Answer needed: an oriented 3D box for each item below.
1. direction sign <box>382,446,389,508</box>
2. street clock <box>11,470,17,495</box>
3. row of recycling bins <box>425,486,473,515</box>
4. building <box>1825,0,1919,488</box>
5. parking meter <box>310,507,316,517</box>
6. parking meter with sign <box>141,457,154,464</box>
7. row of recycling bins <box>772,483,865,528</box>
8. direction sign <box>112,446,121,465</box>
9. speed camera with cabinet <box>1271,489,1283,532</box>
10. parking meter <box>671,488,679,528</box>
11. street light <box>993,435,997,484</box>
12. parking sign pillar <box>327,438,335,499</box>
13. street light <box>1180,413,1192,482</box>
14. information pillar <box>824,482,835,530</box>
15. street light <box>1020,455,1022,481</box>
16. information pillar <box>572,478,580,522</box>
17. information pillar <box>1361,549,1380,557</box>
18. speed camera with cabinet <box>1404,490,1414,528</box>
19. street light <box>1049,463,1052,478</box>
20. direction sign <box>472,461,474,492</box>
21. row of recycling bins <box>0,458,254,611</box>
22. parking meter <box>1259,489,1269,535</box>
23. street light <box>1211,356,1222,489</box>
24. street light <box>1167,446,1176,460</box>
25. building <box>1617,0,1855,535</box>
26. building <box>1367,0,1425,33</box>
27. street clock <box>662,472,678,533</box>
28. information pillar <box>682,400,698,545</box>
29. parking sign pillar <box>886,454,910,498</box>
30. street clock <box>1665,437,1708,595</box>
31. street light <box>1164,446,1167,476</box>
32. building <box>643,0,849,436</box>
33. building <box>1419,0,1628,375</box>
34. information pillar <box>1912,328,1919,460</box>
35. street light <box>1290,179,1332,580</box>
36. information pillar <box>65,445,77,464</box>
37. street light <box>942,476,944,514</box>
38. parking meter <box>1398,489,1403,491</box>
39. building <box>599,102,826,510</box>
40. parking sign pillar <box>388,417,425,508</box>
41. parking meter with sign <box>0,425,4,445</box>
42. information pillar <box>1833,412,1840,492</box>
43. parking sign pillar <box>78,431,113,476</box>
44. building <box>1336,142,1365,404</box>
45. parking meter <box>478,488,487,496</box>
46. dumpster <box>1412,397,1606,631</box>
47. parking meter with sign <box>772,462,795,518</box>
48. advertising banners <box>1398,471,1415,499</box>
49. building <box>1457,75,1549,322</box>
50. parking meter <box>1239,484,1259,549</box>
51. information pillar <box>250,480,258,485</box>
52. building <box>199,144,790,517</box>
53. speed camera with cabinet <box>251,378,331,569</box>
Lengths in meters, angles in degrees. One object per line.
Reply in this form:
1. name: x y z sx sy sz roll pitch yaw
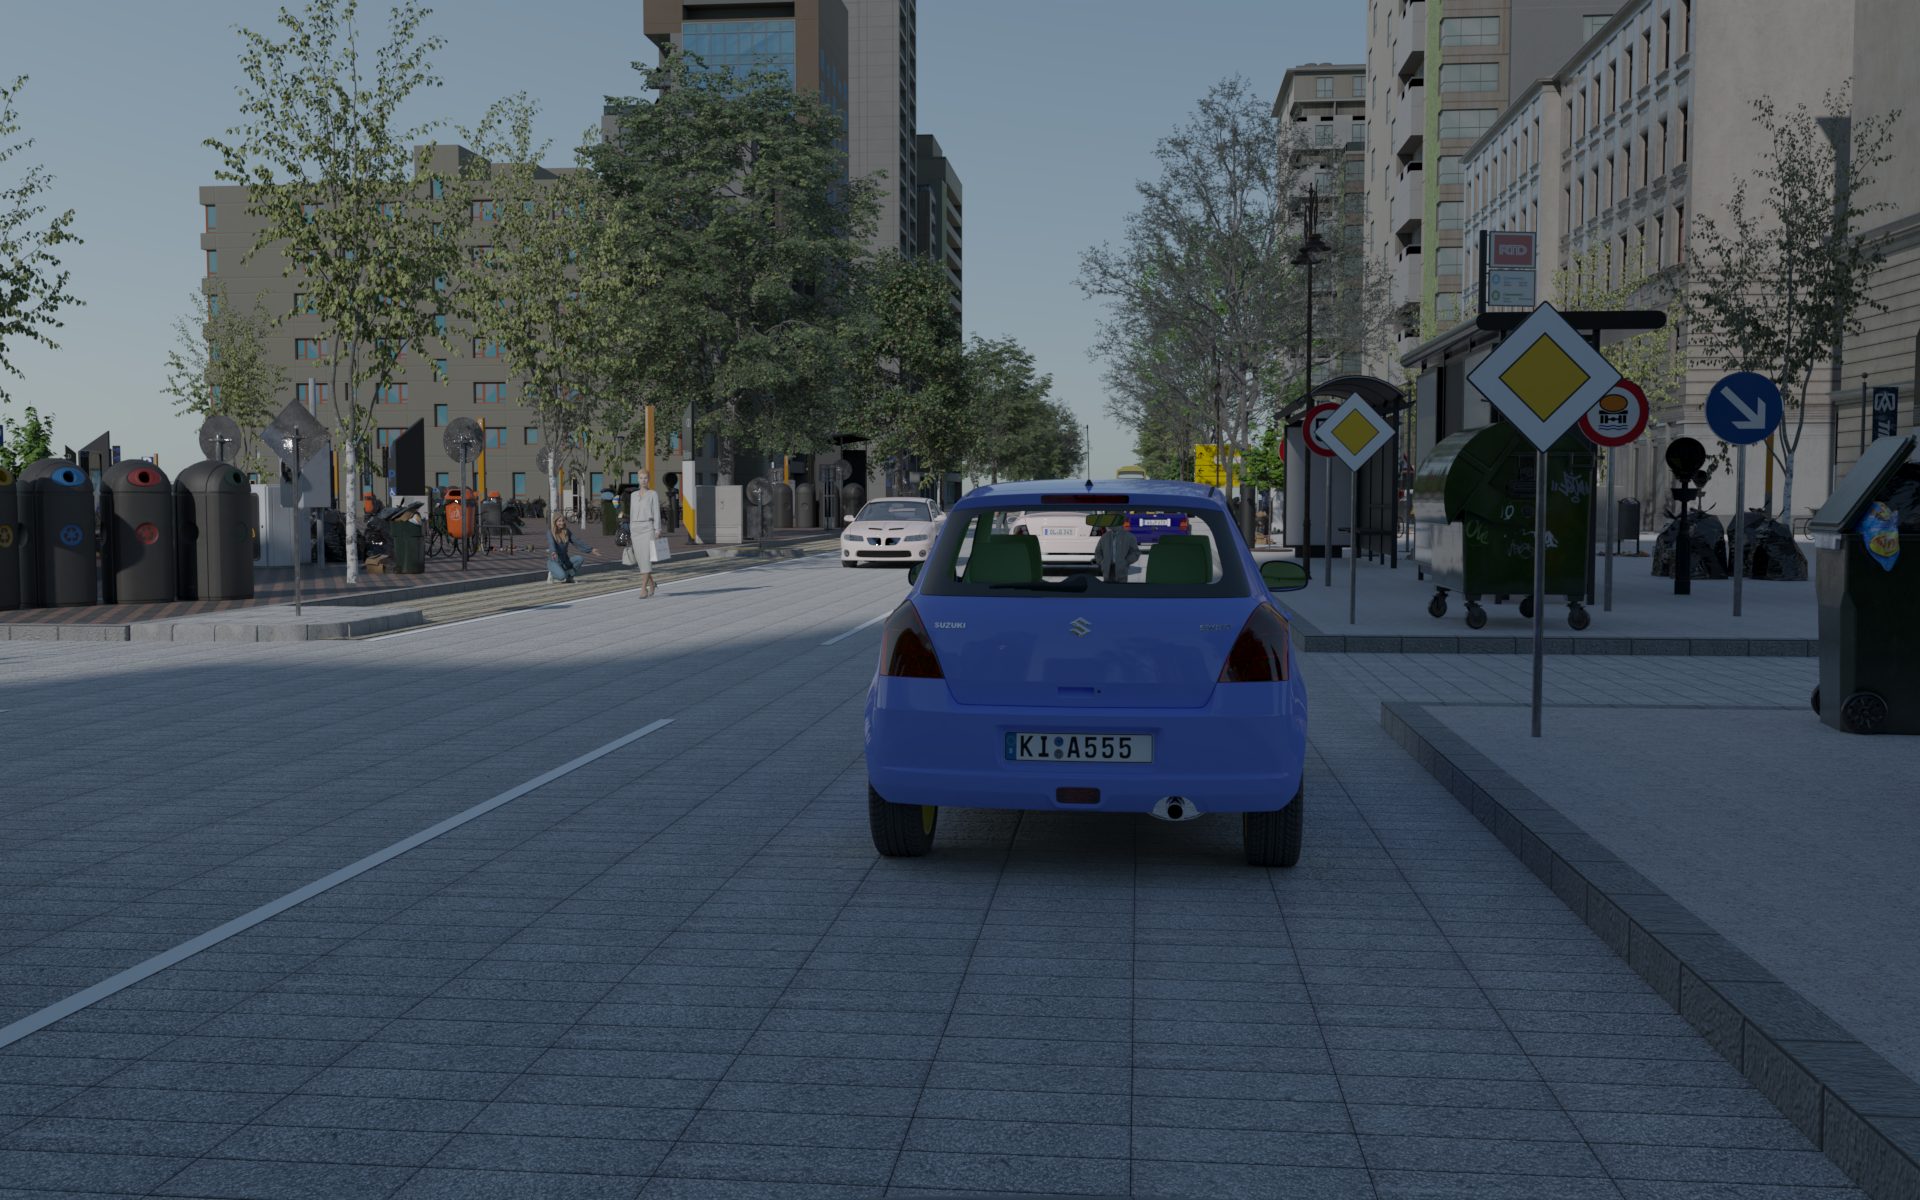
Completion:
1. direction sign: -27.299 -5.528 82.388 0.379 3.537 0.876 0 4 0
2. street clock: -23.612 -2.388 43.616 0.358 2.002 0.471 3 5 42
3. row of recycling bins: -25.650 -4.854 86.481 3.534 1.692 1.069 2 4 32
4. building: 37.826 -13.134 33.821 34.723 24.649 14.460 0 4 6
5. parking meter: -17.739 -2.382 47.349 0.372 1.533 0.369 0 3 0
6. parking meter with sign: -37.764 -5.214 81.503 0.543 3.016 1.738 0 4 3
7. row of recycling bins: -5.383 -3.591 65.818 3.534 1.692 1.069 -1 4 -8
8. direction sign: -39.586 -5.430 80.773 0.876 3.537 0.379 -1 4 -13
9. speed camera with cabinet: 10.854 -3.960 59.082 0.660 3.252 2.038 -1 4 -17
10. parking meter: -10.795 -3.486 65.414 0.372 1.533 0.369 0 3 0
11. street light: 2.506 -9.466 127.564 0.468 5.910 1.993 0 4 6
12. parking sign pillar: -28.528 -5.419 77.080 1.447 3.967 1.447 1 4 11
13. street light: 12.014 -7.251 91.347 0.468 5.910 1.993 0 4 6
14. information pillar: -4.645 -3.488 61.514 0.304 2.012 0.304 1 4 16
15. street light: 5.705 -11.444 159.900 0.468 5.910 1.993 0 4 6
16. information pillar: -17.580 -4.571 79.224 0.304 2.012 0.304 0 4 -7
17. information pillar: 8.430 -1.900 35.550 0.304 2.012 0.304 -3 5 -40
18. speed camera with cabinet: 17.763 -4.336 65.222 0.660 3.252 2.038 -3 5 -42
19. street light: 10.953 -14.491 209.718 0.468 5.910 1.993 0 4 6
20. direction sign: -23.266 -5.553 82.790 0.379 3.537 0.876 -1 4 -13
21. row of recycling bins: -10.036 -0.796 20.122 1.069 1.692 3.534 3 5 41
22. parking meter: 9.504 -2.796 54.118 0.372 1.533 0.369 0 3 0
23. street light: 8.662 -5.221 58.156 0.468 5.910 1.993 0 4 6
24. street light: 16.581 -9.919 134.968 0.468 5.910 1.993 0 4 6
25. building: 28.445 -13.060 62.685 9.793 20.994 18.267 0 4 6
26. building: 43.849 -32.596 122.181 28.713 52.752 27.495 0 4 6
27. street clock: -9.591 -3.229 57.365 0.471 2.002 0.358 -2 4 -34
28. information pillar: -6.819 -3.195 43.586 0.183 3.616 0.504 -3 4 -38
29. parking sign pillar: -3.279 -6.282 91.188 1.447 3.967 1.447 2 4 35
30. street clock: 9.237 -1.072 22.090 0.471 2.002 0.358 2 4 25
31. street light: 19.938 -11.909 167.494 0.468 5.910 1.993 0 4 6
32. building: -17.324 -30.313 145.724 14.600 45.320 14.200 0 4 6
33. building: 34.473 -25.630 102.642 14.154 41.232 14.086 0 4 6
34. information pillar: 11.773 -1.824 21.176 0.183 3.616 0.504 1 4 11
35. street light: 5.204 -3.245 25.847 0.468 5.910 1.993 0 4 6
36. information pillar: -41.948 -5.528 81.742 0.504 3.616 0.183 -3 4 -36
37. street light: -0.938 -7.456 94.691 0.468 5.910 1.993 0 4 6
38. parking meter: 21.401 -4.615 83.864 0.372 1.533 0.369 0 3 0
39. building: -18.313 -22.001 131.425 14.160 30.474 14.107 0 4 6
40. parking sign pillar: -19.319 -4.403 60.460 1.447 3.967 1.447 2 4 31
41. parking meter with sign: -24.922 -2.898 43.648 1.738 3.016 0.543 1 4 23
42. information pillar: 25.056 -3.537 49.187 0.504 3.616 0.183 1 4 10
43. parking sign pillar: -36.778 -5.215 73.744 1.447 3.967 1.447 0 4 -2
44. building: 38.310 -22.790 144.310 14.160 30.474 14.107 0 4 6
45. parking meter: -19.639 -3.844 71.262 0.372 1.533 0.369 0 3 0
46. dumpster: 5.373 -0.892 17.074 1.502 2.255 1.985 0 4 6
47. parking meter with sign: -9.243 -5.945 93.457 1.738 3.016 0.543 -1 4 -21
48. advertising banners: 20.501 -5.137 80.173 2.074 3.025 0.090 1 4 10
49. building: 29.746 -14.173 80.881 9.793 20.994 18.267 0 4 6
50. parking meter: 6.650 -1.937 40.083 0.372 1.533 0.369 0 3 0
51. information pillar: -36.551 -5.210 89.673 0.304 2.012 0.304 0 4 -3
52. building: -27.407 -16.234 110.462 27.650 21.520 28.899 0 4 6
53. speed camera with cabinet: -11.727 -2.176 29.919 2.038 3.252 0.660 3 4 36
